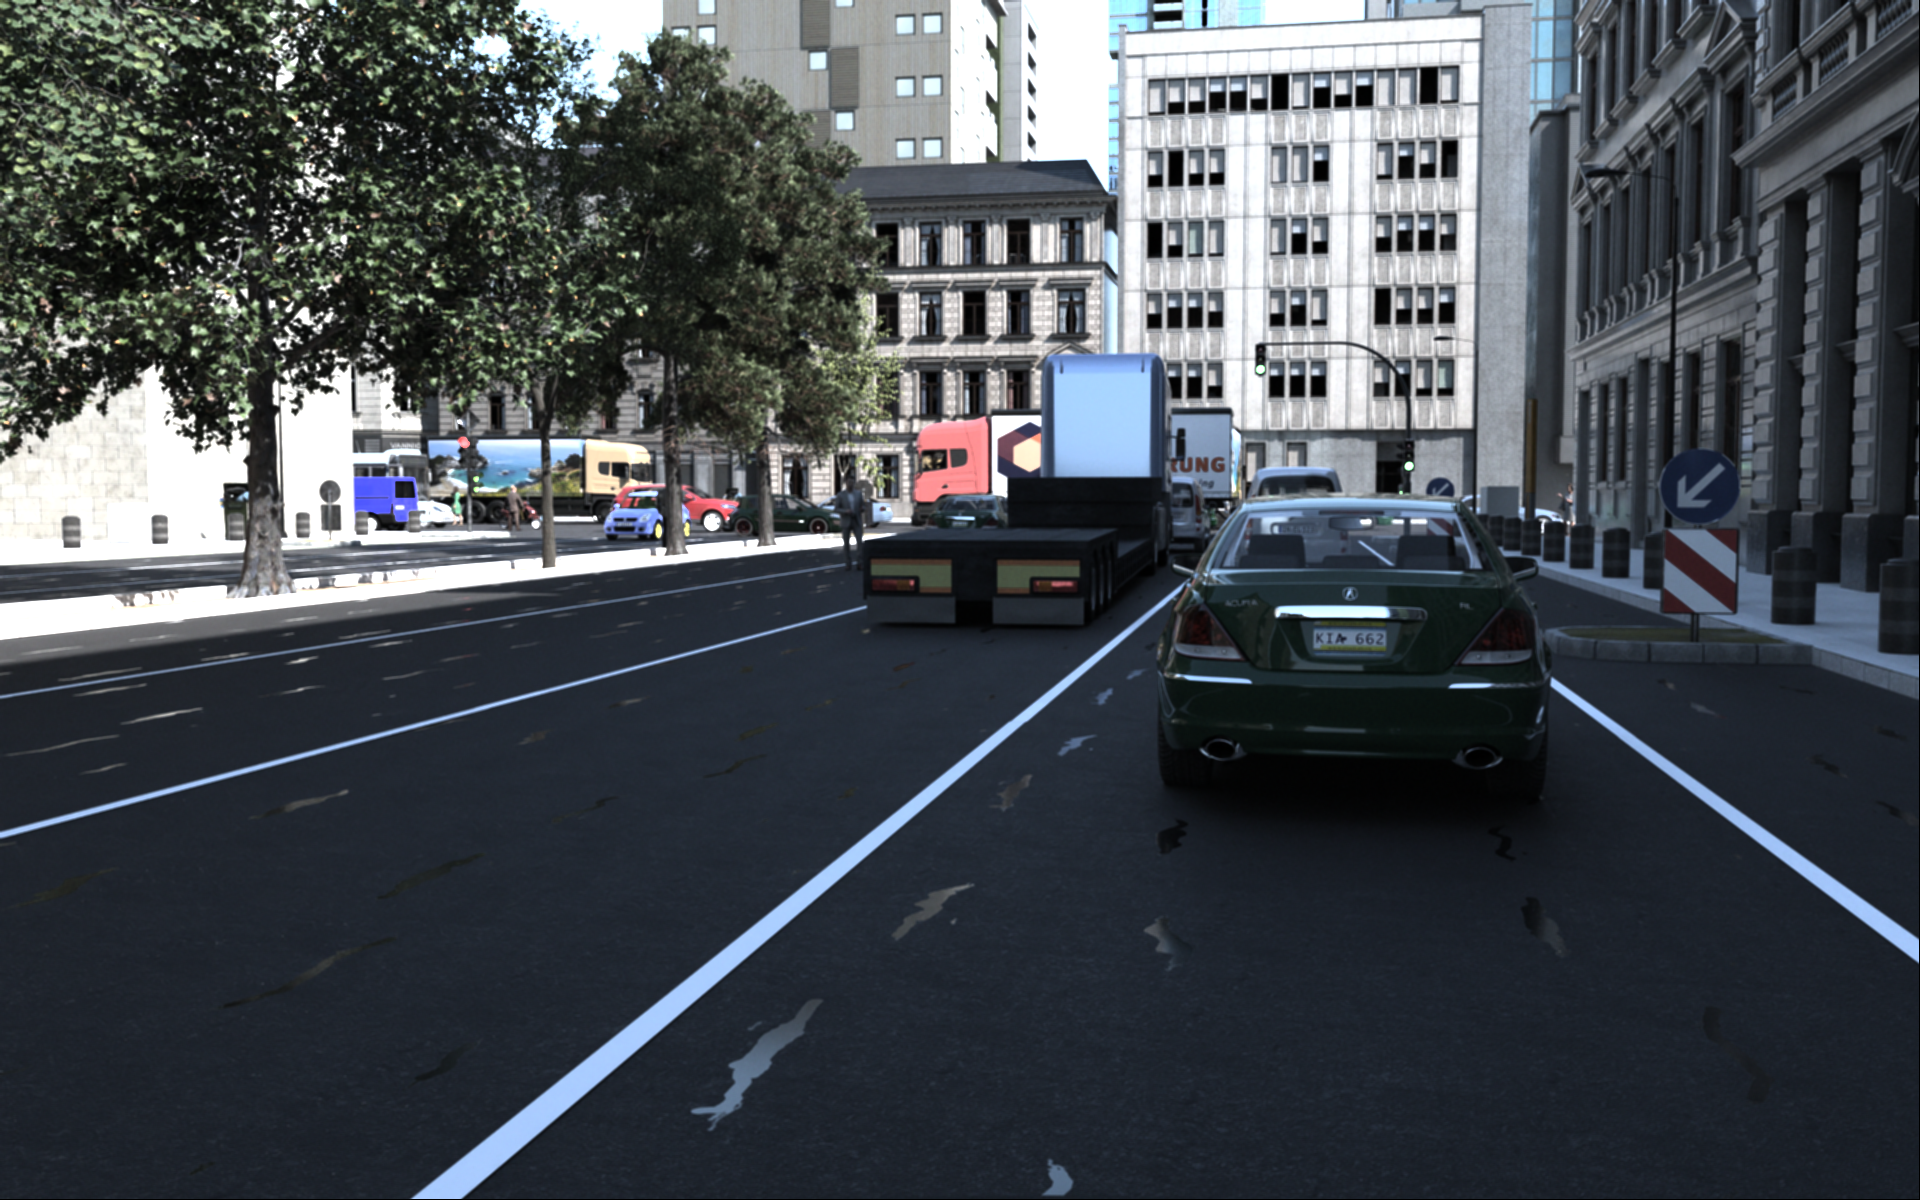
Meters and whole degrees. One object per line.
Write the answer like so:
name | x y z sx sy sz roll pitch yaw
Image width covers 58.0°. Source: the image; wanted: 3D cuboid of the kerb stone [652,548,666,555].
kerb stone | -7.099 -1.115 40.446 0.120 0.150 1.000 1 4 11

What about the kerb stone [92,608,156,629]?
kerb stone | -9.144 0.211 18.815 0.120 0.150 1.000 1 4 11

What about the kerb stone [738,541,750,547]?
kerb stone | -5.928 -1.487 46.510 0.120 0.150 1.000 1 4 11

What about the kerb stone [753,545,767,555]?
kerb stone | -4.848 -1.153 41.052 0.120 0.150 1.000 1 4 11

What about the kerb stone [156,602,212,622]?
kerb stone | -8.951 0.145 19.824 0.120 0.150 1.000 1 4 11

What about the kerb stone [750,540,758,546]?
kerb stone | -5.739 -1.549 47.526 0.120 0.150 1.000 1 4 11

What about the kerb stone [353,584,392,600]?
kerb stone | -8.176 -0.101 23.859 0.120 0.150 1.000 1 4 11

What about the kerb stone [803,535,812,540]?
kerb stone | -4.757 -1.858 52.578 0.120 0.150 1.000 1 4 11

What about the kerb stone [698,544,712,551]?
kerb stone | -6.513 -1.302 43.479 0.120 0.150 1.000 1 4 11

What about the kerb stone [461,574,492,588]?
kerb stone | -7.584 -0.287 26.889 0.120 0.150 1.000 1 4 11

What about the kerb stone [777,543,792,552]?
kerb stone | -4.453 -1.277 43.070 0.120 0.150 1.000 1 4 11

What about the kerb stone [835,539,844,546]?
kerb stone | -3.480 -1.587 48.141 0.120 0.150 1.000 1 4 11

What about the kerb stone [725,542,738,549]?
kerb stone | -6.125 -1.425 45.497 0.120 0.150 1.000 1 4 11

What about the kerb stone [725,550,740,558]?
kerb stone | -5.229 -1.024 39.012 0.120 0.150 1.000 1 4 11

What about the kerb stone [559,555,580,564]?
kerb stone | -8.072 -0.803 35.400 0.120 0.150 1.000 1 4 11

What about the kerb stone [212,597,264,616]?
kerb stone | -8.753 0.083 20.832 0.120 0.150 1.000 1 4 11

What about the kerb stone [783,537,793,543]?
kerb stone | -5.146 -1.731 50.560 0.120 0.150 1.000 1 4 11

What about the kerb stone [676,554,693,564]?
kerb stone | -5.824 -0.843 35.977 0.120 0.150 1.000 1 4 11

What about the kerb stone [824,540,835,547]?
kerb stone | -3.668 -1.525 47.121 0.120 0.150 1.000 1 4 11

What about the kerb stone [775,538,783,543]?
kerb stone | -5.333 -1.667 49.547 0.120 0.150 1.000 1 4 11

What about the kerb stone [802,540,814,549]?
kerb stone | -4.068 -1.401 45.106 0.120 0.150 1.000 1 4 11

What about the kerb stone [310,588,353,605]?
kerb stone | -8.365 -0.040 22.849 0.120 0.150 1.000 1 4 11

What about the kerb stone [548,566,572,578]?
kerb stone | -7.001 -0.472 29.916 0.120 0.150 1.000 1 4 11

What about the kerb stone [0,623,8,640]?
kerb stone | -9.536 0.335 16.787 0.120 0.150 1.000 1 4 11

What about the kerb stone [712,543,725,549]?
kerb stone | -6.326 -1.364 44.489 0.120 0.150 1.000 1 4 11

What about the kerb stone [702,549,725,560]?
kerb stone | -5.436 -0.966 38.002 0.120 0.150 1.000 1 4 11

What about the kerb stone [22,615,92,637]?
kerb stone | -9.342 0.272 17.800 0.120 0.150 1.000 1 4 11

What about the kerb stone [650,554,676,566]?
kerb stone | -6.021 -0.781 34.969 0.120 0.150 1.000 1 4 11

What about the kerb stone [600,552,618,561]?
kerb stone | -7.689 -0.931 37.421 0.120 0.150 1.000 1 4 11

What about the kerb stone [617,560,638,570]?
kerb stone | -6.414 -0.653 32.948 0.120 0.150 1.000 1 4 11

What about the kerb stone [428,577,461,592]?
kerb stone | -7.786 -0.225 25.880 0.120 0.150 1.000 1 4 11

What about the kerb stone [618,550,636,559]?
kerb stone | -7.491 -0.991 38.429 0.120 0.150 1.000 1 4 11

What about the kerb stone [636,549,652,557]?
kerb stone | -7.303 -1.055 39.439 0.120 0.150 1.000 1 4 11

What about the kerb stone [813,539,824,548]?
kerb stone | -3.876 -1.463 46.115 0.120 0.150 1.000 1 4 11

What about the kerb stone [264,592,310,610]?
kerb stone | -8.561 0.023 21.841 0.120 0.150 1.000 1 4 11

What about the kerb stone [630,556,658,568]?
kerb stone | -6.216 -0.720 33.960 0.120 0.150 1.000 1 4 11

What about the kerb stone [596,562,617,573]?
kerb stone | -6.614 -0.596 31.934 0.120 0.150 1.000 1 4 11

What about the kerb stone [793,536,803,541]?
kerb stone | -4.952 -1.797 51.568 0.120 0.150 1.000 1 4 11

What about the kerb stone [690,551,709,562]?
kerb stone | -5.638 -0.905 36.994 0.120 0.150 1.000 1 4 11

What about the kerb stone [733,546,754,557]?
kerb stone | -5.039 -1.091 40.027 0.120 0.150 1.000 1 4 11

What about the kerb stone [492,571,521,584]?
kerb stone | -7.395 -0.349 27.900 0.120 0.150 1.000 1 4 11

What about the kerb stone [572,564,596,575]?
kerb stone | -6.808 -0.534 30.925 0.120 0.150 1.000 1 4 11

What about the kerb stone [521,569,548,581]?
kerb stone | -7.190 -0.410 28.906 0.120 0.150 1.000 1 4 11

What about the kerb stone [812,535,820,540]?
kerb stone | -4.568 -1.921 53.600 0.120 0.150 1.000 1 4 11

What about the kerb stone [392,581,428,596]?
kerb stone | -7.976 -0.164 24.870 0.120 0.150 1.000 1 4 11

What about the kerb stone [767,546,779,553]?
kerb stone | -4.653 -1.214 42.061 0.120 0.150 1.000 1 4 11

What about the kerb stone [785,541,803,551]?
kerb stone | -4.258 -1.339 44.082 0.120 0.150 1.000 1 4 11

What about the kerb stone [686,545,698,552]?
kerb stone | -6.711 -1.240 42.469 0.120 0.150 1.000 1 4 11

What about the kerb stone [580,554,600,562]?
kerb stone | -7.884 -0.869 36.411 0.120 0.150 1.000 1 4 11
